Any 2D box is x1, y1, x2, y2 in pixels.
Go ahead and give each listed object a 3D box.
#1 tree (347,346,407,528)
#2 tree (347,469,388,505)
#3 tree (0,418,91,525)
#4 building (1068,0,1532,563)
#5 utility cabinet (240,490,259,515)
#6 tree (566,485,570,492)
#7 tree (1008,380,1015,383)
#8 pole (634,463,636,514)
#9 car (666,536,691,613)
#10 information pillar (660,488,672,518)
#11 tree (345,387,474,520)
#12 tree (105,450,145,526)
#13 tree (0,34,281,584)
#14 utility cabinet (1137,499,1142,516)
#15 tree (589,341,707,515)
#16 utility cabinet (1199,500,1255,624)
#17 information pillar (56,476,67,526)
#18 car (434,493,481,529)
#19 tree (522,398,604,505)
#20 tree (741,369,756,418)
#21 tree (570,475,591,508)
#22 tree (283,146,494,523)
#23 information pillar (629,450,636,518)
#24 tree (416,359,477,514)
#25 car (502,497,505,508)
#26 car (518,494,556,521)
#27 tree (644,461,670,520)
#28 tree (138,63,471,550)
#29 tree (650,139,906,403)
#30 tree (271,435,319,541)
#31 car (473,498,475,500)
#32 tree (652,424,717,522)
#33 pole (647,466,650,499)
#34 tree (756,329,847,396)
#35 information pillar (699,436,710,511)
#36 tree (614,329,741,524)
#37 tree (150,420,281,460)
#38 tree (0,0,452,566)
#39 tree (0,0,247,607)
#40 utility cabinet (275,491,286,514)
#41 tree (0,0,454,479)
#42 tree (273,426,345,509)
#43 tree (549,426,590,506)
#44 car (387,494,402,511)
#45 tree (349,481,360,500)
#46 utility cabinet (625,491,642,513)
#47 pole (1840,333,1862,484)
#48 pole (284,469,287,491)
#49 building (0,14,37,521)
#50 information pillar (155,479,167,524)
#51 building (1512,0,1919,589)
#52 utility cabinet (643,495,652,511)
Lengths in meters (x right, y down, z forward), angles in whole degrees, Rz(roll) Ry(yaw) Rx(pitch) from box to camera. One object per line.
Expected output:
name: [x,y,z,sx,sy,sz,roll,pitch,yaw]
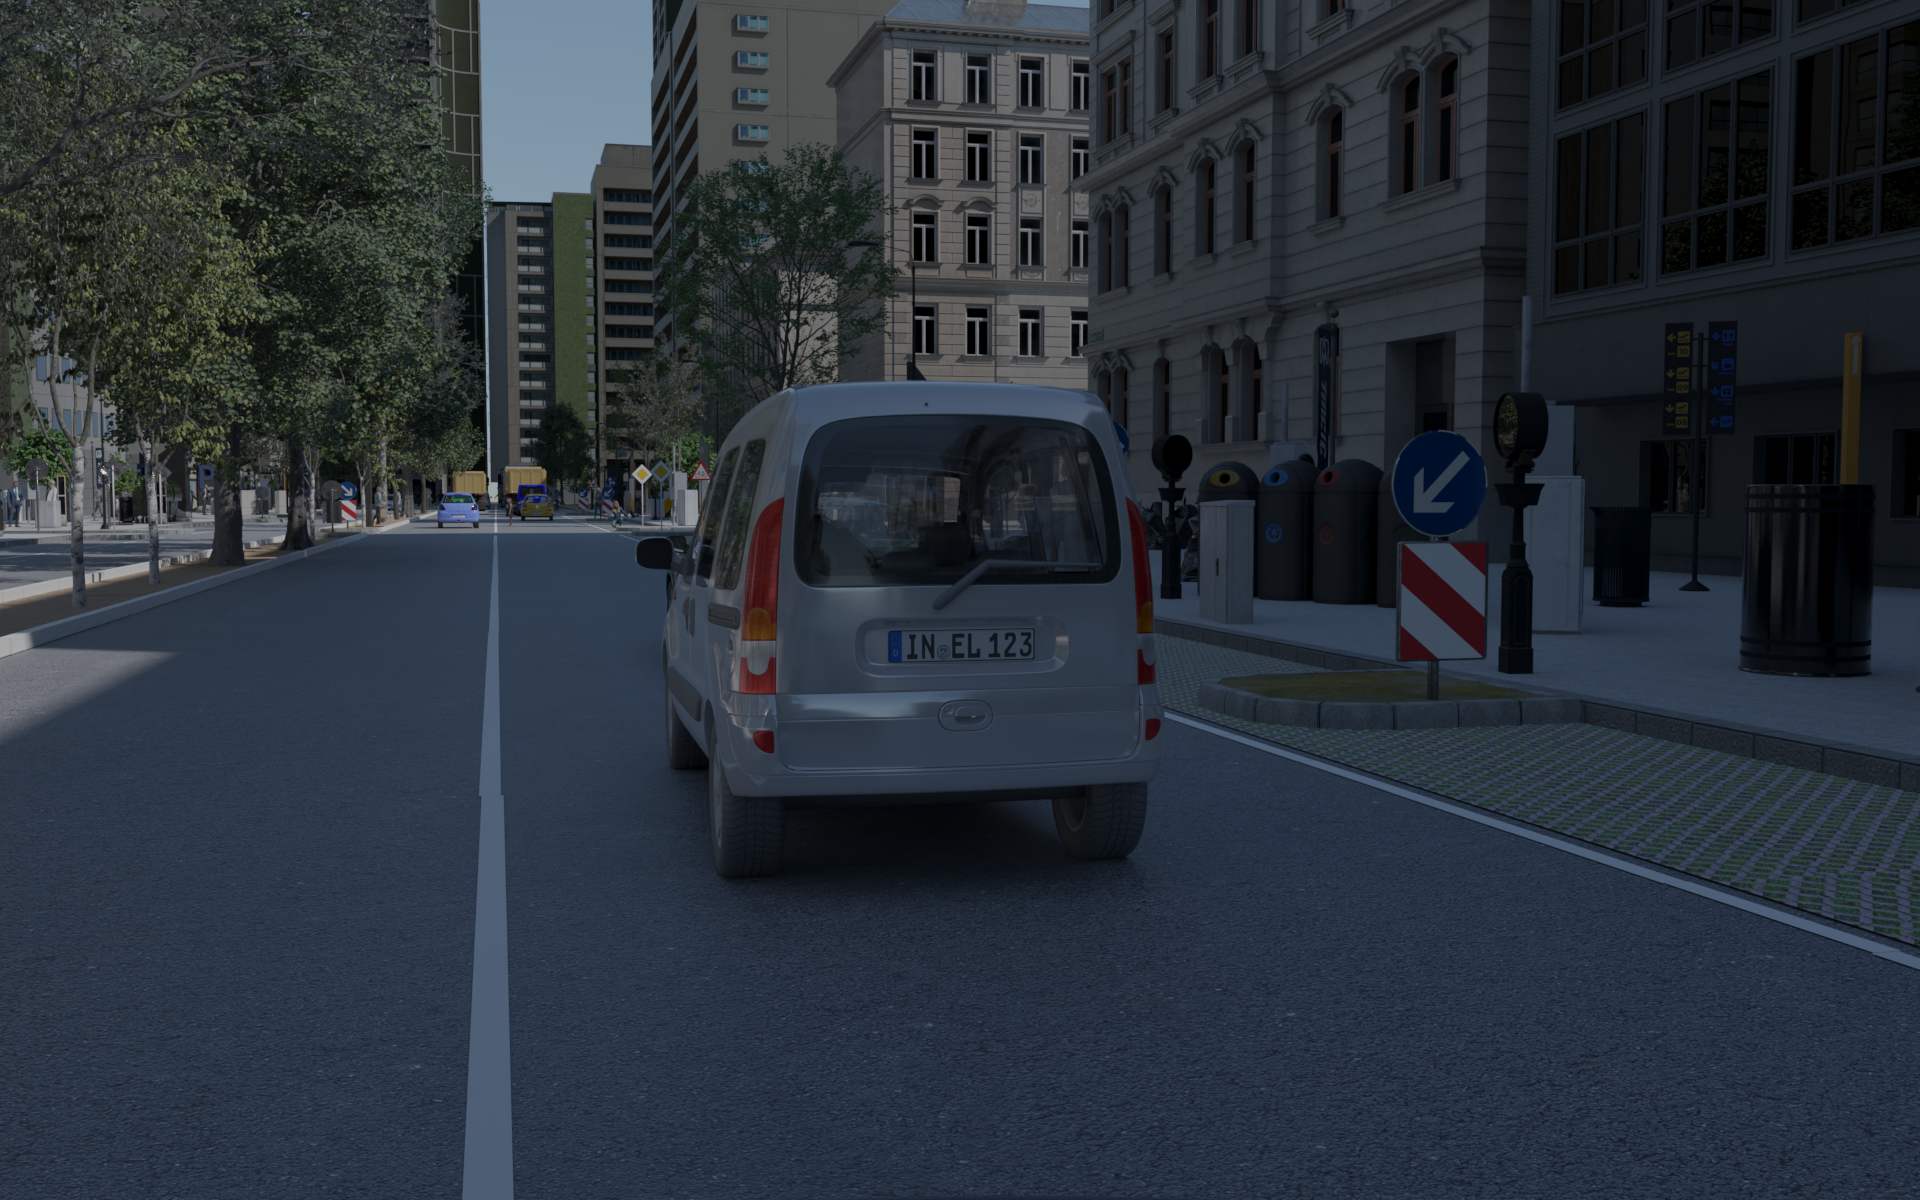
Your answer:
tree: [-22.929,-6.948,66.419,4.737,8.622,4.395,0,3,0]
tree: [-71.382,-17.652,206.740,7.486,12.596,7.792,0,3,0]
tree: [-38.569,-5.481,73.336,4.285,4.588,4.351,0,3,0]
building: [12.658,-15.657,43.382,14.401,28.519,23.554,-1,4,-15]
utility cabinet: [-42.859,-5.852,104.355,0.318,1.500,1.173,2,4,32]
tree: [-44.557,-12.599,200.598,1.663,3.219,1.824,0,3,0]
tree: [0.956,-2.126,29.365,1.663,3.219,1.824,0,3,0]
pole: [-21.224,-7.282,112.895,0.158,3.312,0.155,0,3,0]
car: [-1.410,-0.189,14.885,2.131,1.459,4.920,-1,4,-16]
information pillar: [-15.682,-6.210,92.887,0.504,3.616,0.183,-2,4,-33]
tree: [-31.353,-9.747,96.233,8.767,10.594,7.601,-1,4,-15]
tree: [-34.432,-4.661,70.811,1.663,3.219,1.824,0,3,0]
tree: [-12.707,-4.541,27.067,4.737,8.622,4.395,0,3,0]
utility cabinet: [1.930,-0.749,23.403,1.020,1.237,0.306,1,4,12]
tree: [-18.772,-10.425,104.866,7.601,10.594,8.767,-2,4,-31]
utility cabinet: [2.685,-0.389,17.525,0.306,1.237,1.020,0,4,-7]
information pillar: [-35.797,-3.946,69.011,0.304,2.012,0.304,-2,4,-30]
car: [-21.307,-3.908,73.490,1.945,1.707,3.694,-1,4,-17]
tree: [-47.668,-17.742,207.090,9.611,12.733,9.660,0,3,0]
tree: [-11.972,-8.534,89.891,4.360,8.622,3.978,0,3,0]
tree: [-34.337,-10.040,158.749,1.663,3.219,1.824,0,3,0]
tree: [-29.977,-13.909,85.763,12.611,20.169,13.585,0,3,0]
information pillar: [-17.584,-6.202,92.758,0.183,3.616,0.504,1,4,13]
tree: [-38.760,-12.044,125.126,9.928,11.665,9.643,0,3,0]
car: [-47.083,-10.344,181.132,2.014,1.417,4.499,-1,4,-14]
car: [-22.891,-5.107,93.724,2.015,1.641,3.980,-1,4,-13]
tree: [-14.971,-5.643,86.862,1.663,3.219,1.824,0,3,0]
tree: [-17.020,-7.626,44.156,9.611,12.733,9.660,0,3,0]
tree: [-5.313,-7.637,50.619,9.928,11.665,9.643,0,3,0]
tree: [-19.555,-6.070,52.059,4.360,8.622,3.978,0,3,0]
car: [-37.235,-7.378,129.422,1.959,1.807,4.718,-1,4,-15]
tree: [-12.742,-5.930,80.670,4.285,4.588,4.351,0,3,0]
pole: [-20.468,-7.338,113.823,0.158,3.312,0.155,0,3,0]
tree: [-6.592,-7.714,76.485,4.360,8.622,3.978,0,3,0]
information pillar: [-10.308,-4.800,69.834,0.504,3.616,0.183,2,4,29]
tree: [-12.471,-7.619,74.931,4.360,8.622,3.978,0,3,0]
tree: [-42.019,-10.046,98.672,8.767,10.594,7.601,-2,4,-24]
tree: [-14.579,-7.641,34.046,9.857,13.997,8.962,0,3,0]
tree: [-11.196,-4.221,21.833,4.360,8.622,3.978,0,3,0]
utility cabinet: [-44.099,-6.342,112.365,0.318,1.500,1.173,0,4,-1]
tree: [-9.187,-6.167,13.661,12.009,13.543,11.850,0,3,0]
tree: [-54.991,-13.568,147.599,9.928,11.665,9.643,0,3,0]
tree: [-41.603,-14.418,186.096,4.360,8.622,3.978,0,3,0]
car: [-42.907,-7.228,130.185,2.014,1.417,4.499,-1,4,-15]
tree: [-65.210,-11.719,186.213,1.663,3.219,1.824,0,3,0]
utility cabinet: [-21.380,-6.414,113.541,1.173,1.500,0.318,1,4,15]
pole: [11.309,-1.723,22.018,0.158,3.312,0.155,0,3,0]
pole: [-47.525,-7.835,121.941,0.158,3.312,0.155,0,3,0]
building: [-50.927,-18.683,77.167,14.160,30.474,14.107,-1,4,-15]
information pillar: [-34.043,-4.240,73.814,0.304,2.012,0.304,1,4,14]
building: [19.118,-13.864,20.176,14.314,27.812,24.014,-1,4,-15]
utility cabinet: [-21.512,-6.544,118.164,1.020,1.237,0.306,1,4,15]
